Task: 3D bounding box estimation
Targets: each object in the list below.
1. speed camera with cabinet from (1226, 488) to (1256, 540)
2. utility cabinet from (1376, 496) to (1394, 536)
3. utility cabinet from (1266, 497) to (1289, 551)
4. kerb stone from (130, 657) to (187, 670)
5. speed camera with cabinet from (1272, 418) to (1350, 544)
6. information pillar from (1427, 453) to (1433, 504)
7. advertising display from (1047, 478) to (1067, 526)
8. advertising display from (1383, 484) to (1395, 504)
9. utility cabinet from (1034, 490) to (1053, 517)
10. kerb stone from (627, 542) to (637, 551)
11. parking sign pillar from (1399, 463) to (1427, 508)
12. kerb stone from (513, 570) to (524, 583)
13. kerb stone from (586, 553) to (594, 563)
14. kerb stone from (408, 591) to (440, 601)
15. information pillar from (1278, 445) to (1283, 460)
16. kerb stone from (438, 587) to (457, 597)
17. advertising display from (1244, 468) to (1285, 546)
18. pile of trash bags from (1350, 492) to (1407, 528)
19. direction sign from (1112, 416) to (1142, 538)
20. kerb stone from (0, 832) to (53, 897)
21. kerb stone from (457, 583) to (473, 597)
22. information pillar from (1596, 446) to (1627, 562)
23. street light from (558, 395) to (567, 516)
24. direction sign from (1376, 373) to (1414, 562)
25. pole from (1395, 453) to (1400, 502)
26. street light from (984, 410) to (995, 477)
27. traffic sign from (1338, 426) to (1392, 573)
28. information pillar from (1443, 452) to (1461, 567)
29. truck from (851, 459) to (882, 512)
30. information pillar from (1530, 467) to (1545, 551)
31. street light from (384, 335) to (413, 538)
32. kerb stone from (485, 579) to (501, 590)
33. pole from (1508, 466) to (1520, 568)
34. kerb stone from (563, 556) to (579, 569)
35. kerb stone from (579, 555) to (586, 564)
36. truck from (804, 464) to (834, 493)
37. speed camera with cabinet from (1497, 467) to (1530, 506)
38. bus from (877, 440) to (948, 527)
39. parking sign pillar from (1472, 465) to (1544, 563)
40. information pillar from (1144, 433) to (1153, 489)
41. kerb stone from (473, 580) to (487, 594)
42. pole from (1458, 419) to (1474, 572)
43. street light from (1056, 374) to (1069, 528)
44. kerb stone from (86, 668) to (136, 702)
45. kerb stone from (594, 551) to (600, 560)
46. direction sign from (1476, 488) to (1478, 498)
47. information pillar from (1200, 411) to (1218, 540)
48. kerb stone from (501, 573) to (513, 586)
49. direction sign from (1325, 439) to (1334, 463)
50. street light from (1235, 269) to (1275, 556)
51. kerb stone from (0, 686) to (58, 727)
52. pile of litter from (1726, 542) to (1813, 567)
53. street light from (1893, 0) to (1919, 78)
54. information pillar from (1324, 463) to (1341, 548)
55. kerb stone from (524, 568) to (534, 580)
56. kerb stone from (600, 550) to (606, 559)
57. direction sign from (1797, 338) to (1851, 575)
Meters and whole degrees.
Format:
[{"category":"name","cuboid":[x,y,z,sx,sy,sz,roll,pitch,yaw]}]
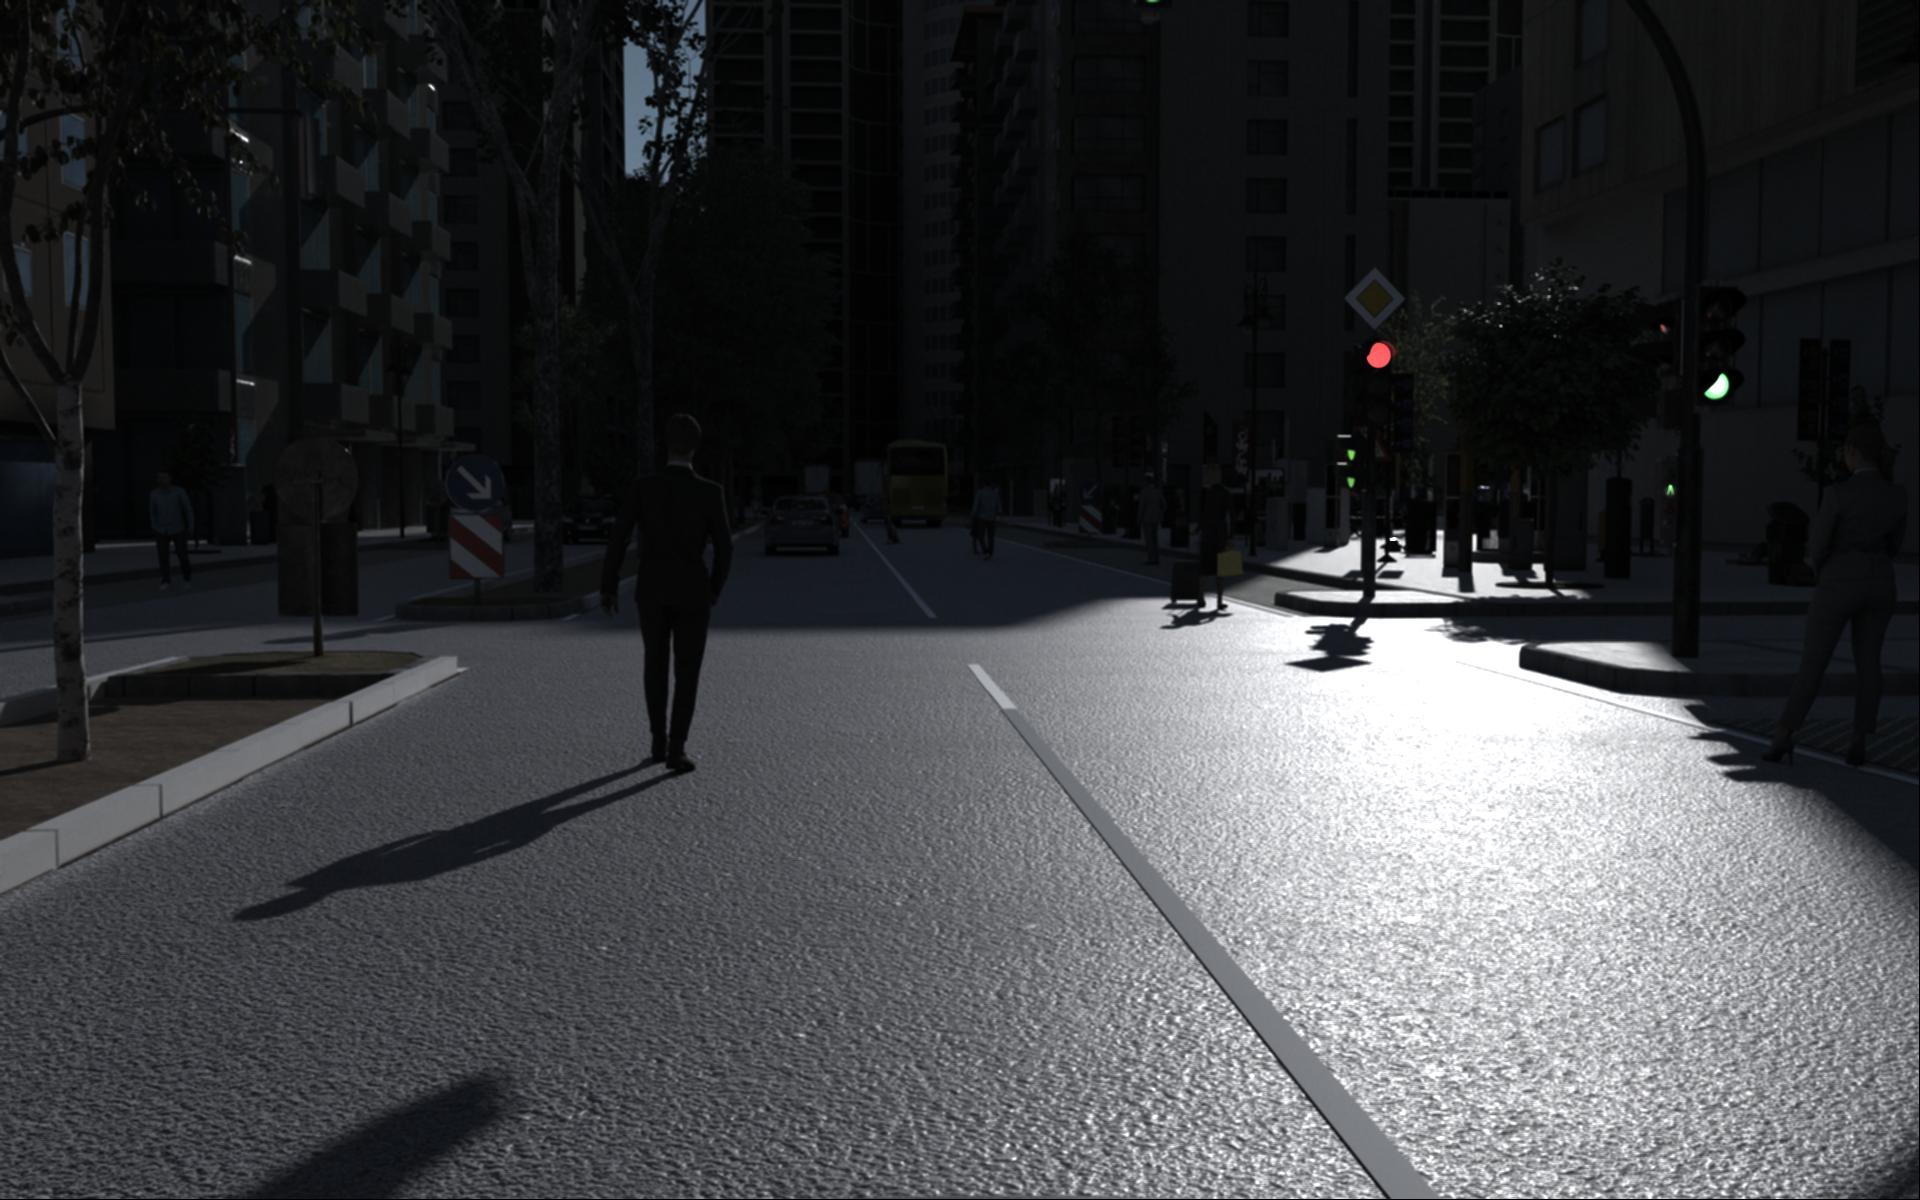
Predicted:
[{"category":"speed camera with cabinet","cuboid":[8.525,-3.343,48.997,2.038,3.252,0.660,0,4,3]},{"category":"utility cabinet","cuboid":[13.086,-2.620,53.999,0.306,1.237,1.020,-1,4,-23]},{"category":"utility cabinet","cuboid":[7.198,-1.726,39.379,0.306,1.237,1.020,0,4,-3]},{"category":"kerb stone","cuboid":[-6.104,0.555,13.125,0.120,0.150,1.000,0,4,-4]},{"category":"speed camera with cabinet","cuboid":[9.107,-3.087,44.803,0.660,3.252,2.038,-3,5,-40]},{"category":"information pillar","cuboid":[26.651,-6.538,98.248,0.504,3.616,0.183,-3,5,-39]},{"category":"advertising display","cuboid":[3.901,-3.943,69.675,0.974,1.923,0.123,-3,5,-41]},{"category":"advertising display","cuboid":[24.229,-5.656,97.688,0.974,1.923,0.123,1,4,10]},{"category":"utility cabinet","cuboid":[4.693,-5.335,95.899,1.173,1.500,0.318,-1,4,-16]},{"category":"kerb stone","cuboid":[-8.451,-1.348,44.293,0.120,0.150,1.000,0,4,-4]},{"category":"parking sign pillar","cuboid":[22.162,-5.886,84.705,1.447,3.967,1.447,-1,4,-11]},{"category":"kerb stone","cuboid":[-7.224,-0.351,27.936,0.120,0.150,1.000,0,4,-4]},{"category":"kerb stone","cuboid":[-7.827,-0.850,36.127,0.120,0.150,1.000,0,4,-4]},{"category":"kerb stone","cuboid":[-6.760,0.024,21.803,0.120,0.150,1.000,0,4,-4]},{"category":"information pillar","cuboid":[13.956,-5.101,74.758,0.504,3.616,0.183,0,4,6]},{"category":"kerb stone","cuboid":[-6.831,-0.039,22.825,0.120,0.150,1.000,0,4,-4]},{"category":"advertising display","cuboid":[7.439,-2.273,42.376,0.974,1.923,0.123,0,4,2]},{"category":"pile of trash bags","cuboid":[15.670,-3.445,66.071,1.912,1.369,3.447,-1,4,-20]},{"category":"direction sign","cuboid":[4.852,-3.572,50.394,0.876,3.537,0.379,2,4,25]},{"category":"kerb stone","cuboid":[-3.469,0.986,6.098,0.120,0.150,1.000,0,4,-4]},{"category":"kerb stone","cuboid":[-6.910,-0.101,23.855,0.120,0.150,1.000,0,4,-4]},{"category":"information pillar","cuboid":[12.297,-2.526,32.653,0.504,3.616,0.183,1,4,19]},{"category":"street light","cuboid":[-18.664,-6.629,81.165,0.468,5.910,1.993,0,4,-4]},{"category":"direction sign","cuboid":[8.065,-2.484,32.618,0.876,3.537,0.379,1,4,19]},{"category":"pole","cuboid":[17.335,-4.575,68.638,0.158,3.312,0.155,0,3,0]},{"category":"street light","cuboid":[1.638,-7.525,95.819,0.468,5.910,1.993,0,4,-4]},{"category":"traffic sign","cuboid":[6.574,-1.724,28.199,0.884,2.594,0.081,0,4,-2]},{"category":"information pillar","cuboid":[8.648,-1.583,30.373,0.304,2.012,0.304,1,4,16]},{"category":"truck","cuboid":[-7.500,-9.450,143.413,2.839,4.237,11.283,0,4,-5]},{"category":"information pillar","cuboid":[13.047,-2.111,39.010,0.304,2.012,0.304,-2,4,-23]},{"category":"street light","cuboid":[-16.331,-4.755,50.533,0.468,5.910,1.993,0,4,-4]},{"category":"kerb stone","cuboid":[-7.061,-0.226,25.894,0.120,0.150,1.000,0,4,-4]},{"category":"pole","cuboid":[9.599,-2.208,29.942,0.158,3.312,0.155,0,3,0]},{"category":"kerb stone","cuboid":[-7.681,-0.727,34.080,0.120,0.150,1.000,0,4,-4]},{"category":"kerb stone","cuboid":[-7.757,-0.790,35.105,0.120,0.150,1.000,0,4,-4]},{"category":"truck","cuboid":[-13.687,-10.915,167.371,2.839,4.237,11.283,0,4,-3]},{"category":"speed camera with cabinet","cuboid":[17.751,-3.666,54.278,2.038,3.252,0.660,-2,4,-32]},{"category":"bus","cuboid":[-2.158,-5.259,77.526,2.896,3.916,12.252,0,4,-4]},{"category":"parking sign pillar","cuboid":[10.431,-2.706,32.718,1.447,3.967,1.447,1,4,19]},{"category":"information pillar","cuboid":[7.299,-4.629,67.037,0.183,3.616,0.504,3,5,41]},{"category":"kerb stone","cuboid":[-6.989,-0.164,24.874,0.120,0.150,1.000,0,4,-4]},{"category":"pole","cuboid":[8.326,-2.117,28.452,0.158,3.312,0.155,0,3,0]},{"category":"street light","cuboid":[3.833,-5.692,65.851,0.468,5.910,1.993,0,4,-4]},{"category":"kerb stone","cuboid":[-6.038,0.617,12.103,0.120,0.150,1.000,0,4,-4]},{"category":"kerb stone","cuboid":[-7.913,-0.914,37.146,0.120,0.150,1.000,0,4,-4]},{"category":"direction sign","cuboid":[24.556,-5.518,82.220,0.876,3.537,0.379,2,4,33]},{"category":"information pillar","cuboid":[7.036,-3.512,48.780,0.504,3.616,0.183,-3,4,-36]},{"category":"kerb stone","cuboid":[-7.140,-0.288,26.913,0.120,0.150,1.000,0,4,-4]},{"category":"direction sign","cuboid":[15.269,-4.871,71.637,0.379,3.537,0.876,2,4,31]},{"category":"street light","cuboid":[6.068,-3.850,35.736,0.468,5.910,1.993,0,4,-4]},{"category":"kerb stone","cuboid":[-5.962,0.680,11.084,0.120,0.150,1.000,0,4,-4]},{"category":"pile of litter","cuboid":[14.553,-1.050,31.138,1.176,0.858,1.719,0,4,-4]},{"category":"street light","cuboid":[7.836,-2.482,13.361,0.468,5.910,1.993,0,4,-4]},{"category":"information pillar","cuboid":[8.937,-2.266,41.537,0.304,2.012,0.304,2,4,29]},{"category":"kerb stone","cuboid":[-7.302,-0.409,28.972,0.120,0.150,1.000,0,4,-4]},{"category":"kerb stone","cuboid":[-7.986,-0.977,38.166,0.120,0.150,1.000,0,4,-4]},{"category":"direction sign","cuboid":[12.644,-2.044,25.409,0.876,3.537,0.379,-1,4,-16]}]
